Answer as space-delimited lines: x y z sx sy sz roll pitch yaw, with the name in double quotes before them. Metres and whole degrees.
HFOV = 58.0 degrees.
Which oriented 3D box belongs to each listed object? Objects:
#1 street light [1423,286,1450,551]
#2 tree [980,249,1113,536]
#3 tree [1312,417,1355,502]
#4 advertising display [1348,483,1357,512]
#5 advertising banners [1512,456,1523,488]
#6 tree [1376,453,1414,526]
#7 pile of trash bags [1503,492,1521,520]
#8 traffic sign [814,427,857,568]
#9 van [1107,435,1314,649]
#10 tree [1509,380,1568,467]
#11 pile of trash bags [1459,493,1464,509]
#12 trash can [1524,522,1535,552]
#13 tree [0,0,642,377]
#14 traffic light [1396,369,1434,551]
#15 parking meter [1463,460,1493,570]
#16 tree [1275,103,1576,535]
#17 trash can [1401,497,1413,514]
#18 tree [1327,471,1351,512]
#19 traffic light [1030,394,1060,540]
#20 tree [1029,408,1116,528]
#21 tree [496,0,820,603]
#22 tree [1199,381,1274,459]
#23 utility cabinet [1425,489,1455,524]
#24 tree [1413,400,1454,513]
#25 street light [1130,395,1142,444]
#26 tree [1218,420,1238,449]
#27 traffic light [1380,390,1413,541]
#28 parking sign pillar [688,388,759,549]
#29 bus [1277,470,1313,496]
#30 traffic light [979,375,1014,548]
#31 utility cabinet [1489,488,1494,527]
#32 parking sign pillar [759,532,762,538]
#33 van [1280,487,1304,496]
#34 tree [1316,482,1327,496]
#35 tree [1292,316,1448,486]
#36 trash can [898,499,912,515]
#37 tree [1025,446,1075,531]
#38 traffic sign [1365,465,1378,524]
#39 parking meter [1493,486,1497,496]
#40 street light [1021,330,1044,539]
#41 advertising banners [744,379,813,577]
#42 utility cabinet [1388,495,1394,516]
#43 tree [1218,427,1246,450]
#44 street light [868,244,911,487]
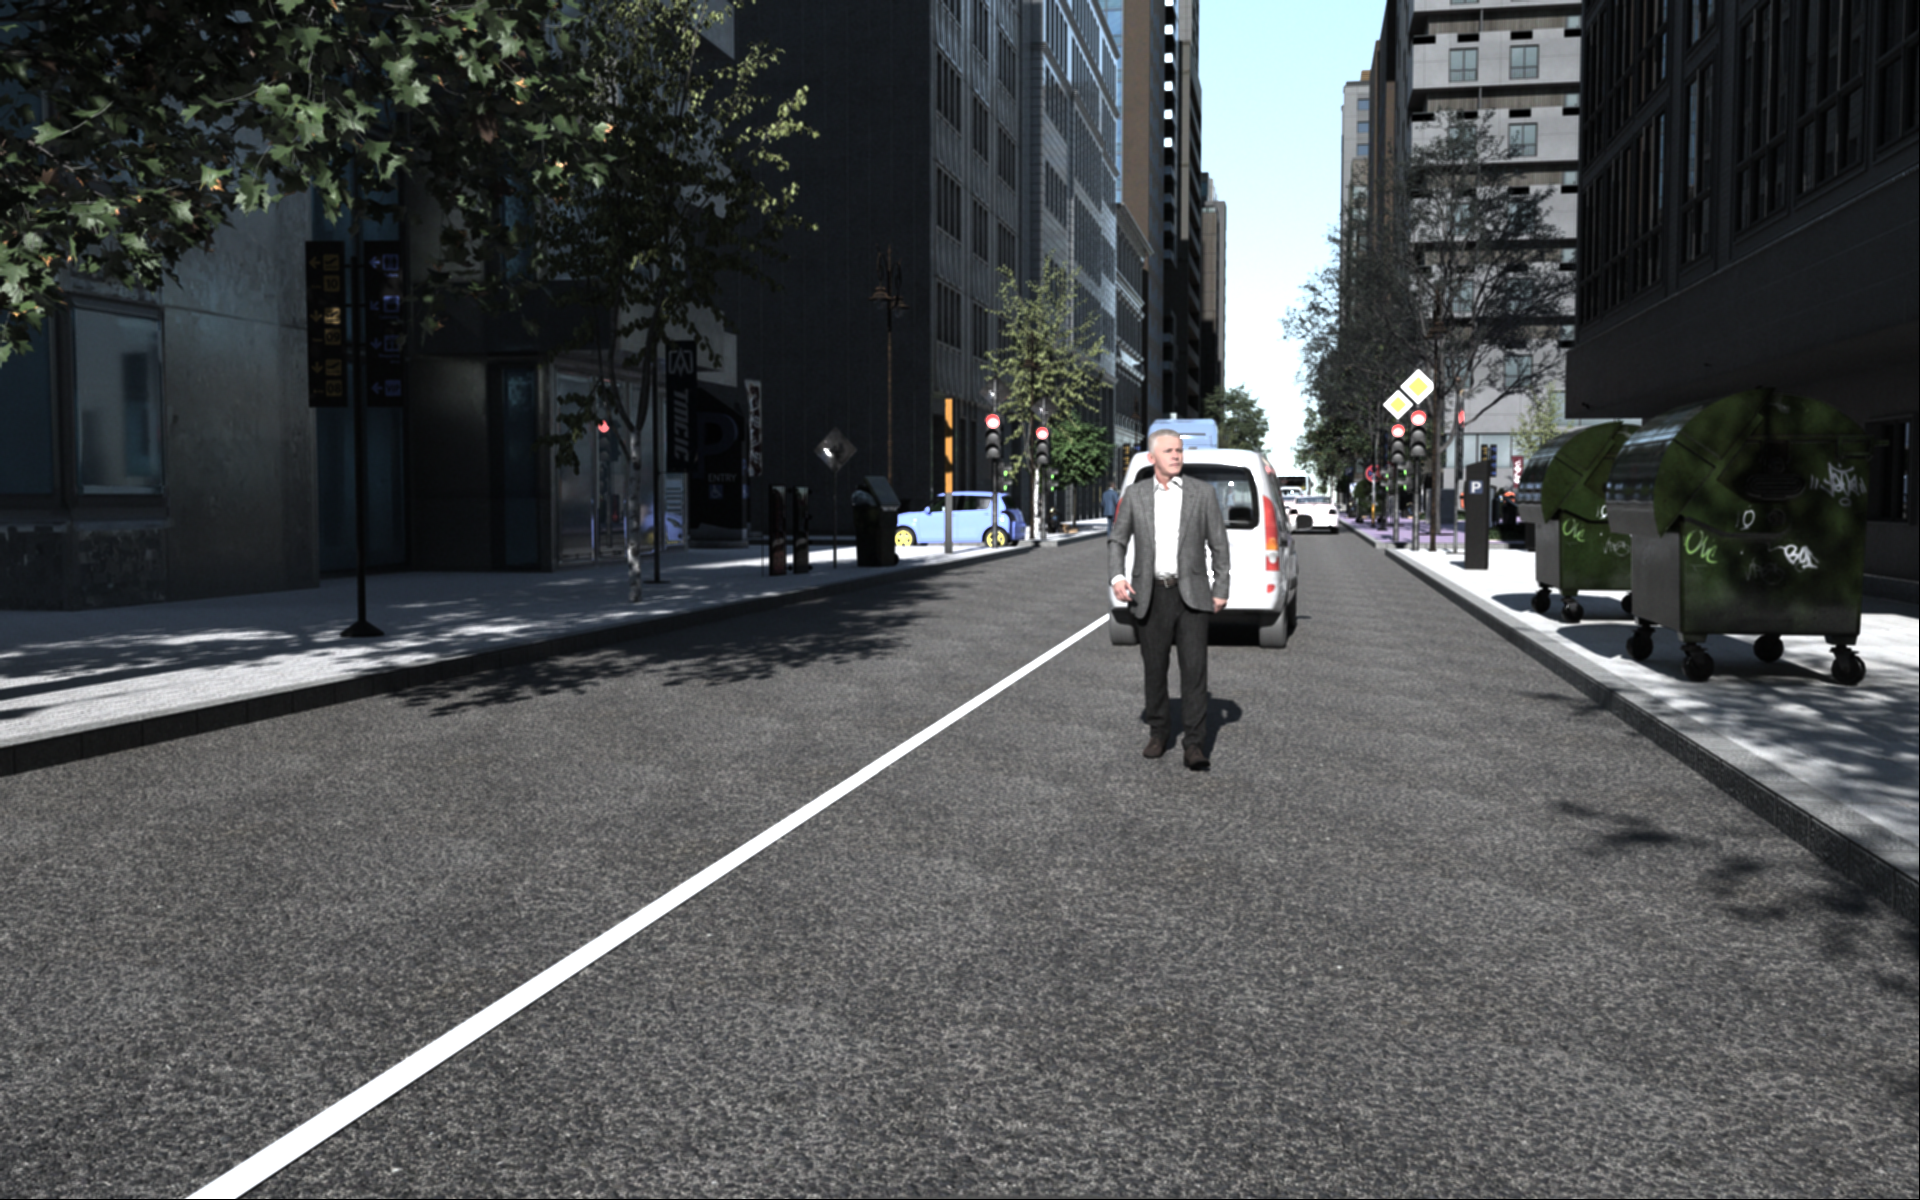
"street light" 10.586 -4.026 38.607 0.468 5.910 1.993 1 4 11
"tree" 2.459 -6.283 53.085 4.737 8.622 4.395 0 3 0
"tree" 33.562 -12.546 155.495 4.360 8.622 3.978 0 3 0
"advertising display" 22.117 -5.599 96.752 0.974 1.923 0.123 -1 4 -23
"advertising banners" 26.235 -5.071 79.096 2.074 3.025 0.090 1 4 11
"tree" 17.517 -4.594 69.706 1.663 3.219 1.824 0 3 0
"pile of trash bags" 28.638 -4.682 86.297 3.447 1.369 1.912 -1 4 -14
"traffic sign" -2.155 -1.751 29.819 0.795 2.450 0.064 1 4 18
"van" 2.542 -0.645 17.561 2.013 2.044 4.112 1 4 13
"tree" 37.166 -9.806 110.694 4.737 8.622 4.395 0 3 0
"pile of trash bags" 30.223 -5.447 98.816 3.447 1.369 1.912 0 4 0
"trash can" 12.872 -1.641 38.491 0.748 1.137 0.748 0 3 0
"tree" -6.551 -5.642 9.259 9.611 12.733 9.660 0 3 0
"traffic light" 10.279 -3.065 39.036 0.839 4.253 0.868 1 4 11
"parking meter" 8.791 -1.454 29.491 0.399 1.863 0.255 2 4 28
"tree" 15.026 -8.778 53.884 12.009 13.543 11.850 0 3 0
"trash can" 25.219 -5.268 97.791 0.748 1.137 0.748 0 3 0
"tree" 27.882 -7.991 125.250 1.663 3.219 1.824 0 3 0
"traffic light" 2.370 -3.656 48.691 0.839 4.253 0.868 1 4 11
"tree" 4.306 -5.054 66.341 4.285 4.588 4.351 0 3 0
"tree" -3.799 -4.291 20.527 4.737 8.622 4.395 0 3 0
"tree" 30.356 -17.630 194.897 9.857 13.997 8.962 0 3 0
"utility cabinet" 20.458 -3.984 73.821 1.173 1.500 0.318 1 4 11
"tree" 30.369 -10.041 114.534 4.360 8.622 3.978 0 3 0
"street light" 8.240 -6.624 81.093 0.468 5.910 1.993 1 4 11
"tree" 25.668 -13.536 171.682 4.360 8.622 3.978 0 3 0
"traffic light" 11.808 -3.545 46.874 0.839 4.253 0.868 1 4 11
"parking sign pillar" -5.758 -3.225 41.198 1.447 3.967 1.447 1 4 9
"bus" 28.061 -9.210 145.443 2.948 3.499 13.247 1 4 13
"traffic light" 0.842 -3.176 40.853 0.839 4.253 0.868 1 4 11
"utility cabinet" 19.555 -3.404 64.335 0.318 1.500 1.173 2 4 26
"parking sign pillar" -6.478 -3.795 50.515 1.447 3.967 1.447 -1 4 -21
"van" 18.890 -5.619 98.886 2.013 2.044 4.112 1 4 12
"tree" 47.059 -14.032 224.024 1.663 3.219 1.824 0 3 0
"tree" 25.337 -11.621 107.009 9.611 12.733 9.660 0 3 0
"trash can" -1.712 -2.272 48.798 0.748 1.137 0.748 0 3 0
"tree" 3.095 -4.044 60.717 1.663 3.219 1.824 0 3 0
"traffic sign" 17.872 -4.563 74.705 0.768 2.556 0.104 1 4 19
"parking meter" 34.449 -6.492 111.861 0.399 1.863 0.255 3 4 36
"street light" 2.045 -4.662 49.004 0.468 5.910 1.993 1 4 11
"advertising banners" -2.858 -1.900 27.255 0.090 3.025 2.074 2 4 24
"utility cabinet" 24.849 -5.425 99.861 0.306 1.237 1.020 0 4 8
"tree" 28.478 -14.375 185.399 4.737 8.622 4.395 0 3 0
"street light" -1.306 -3.637 32.250 0.468 5.910 1.993 1 4 11
